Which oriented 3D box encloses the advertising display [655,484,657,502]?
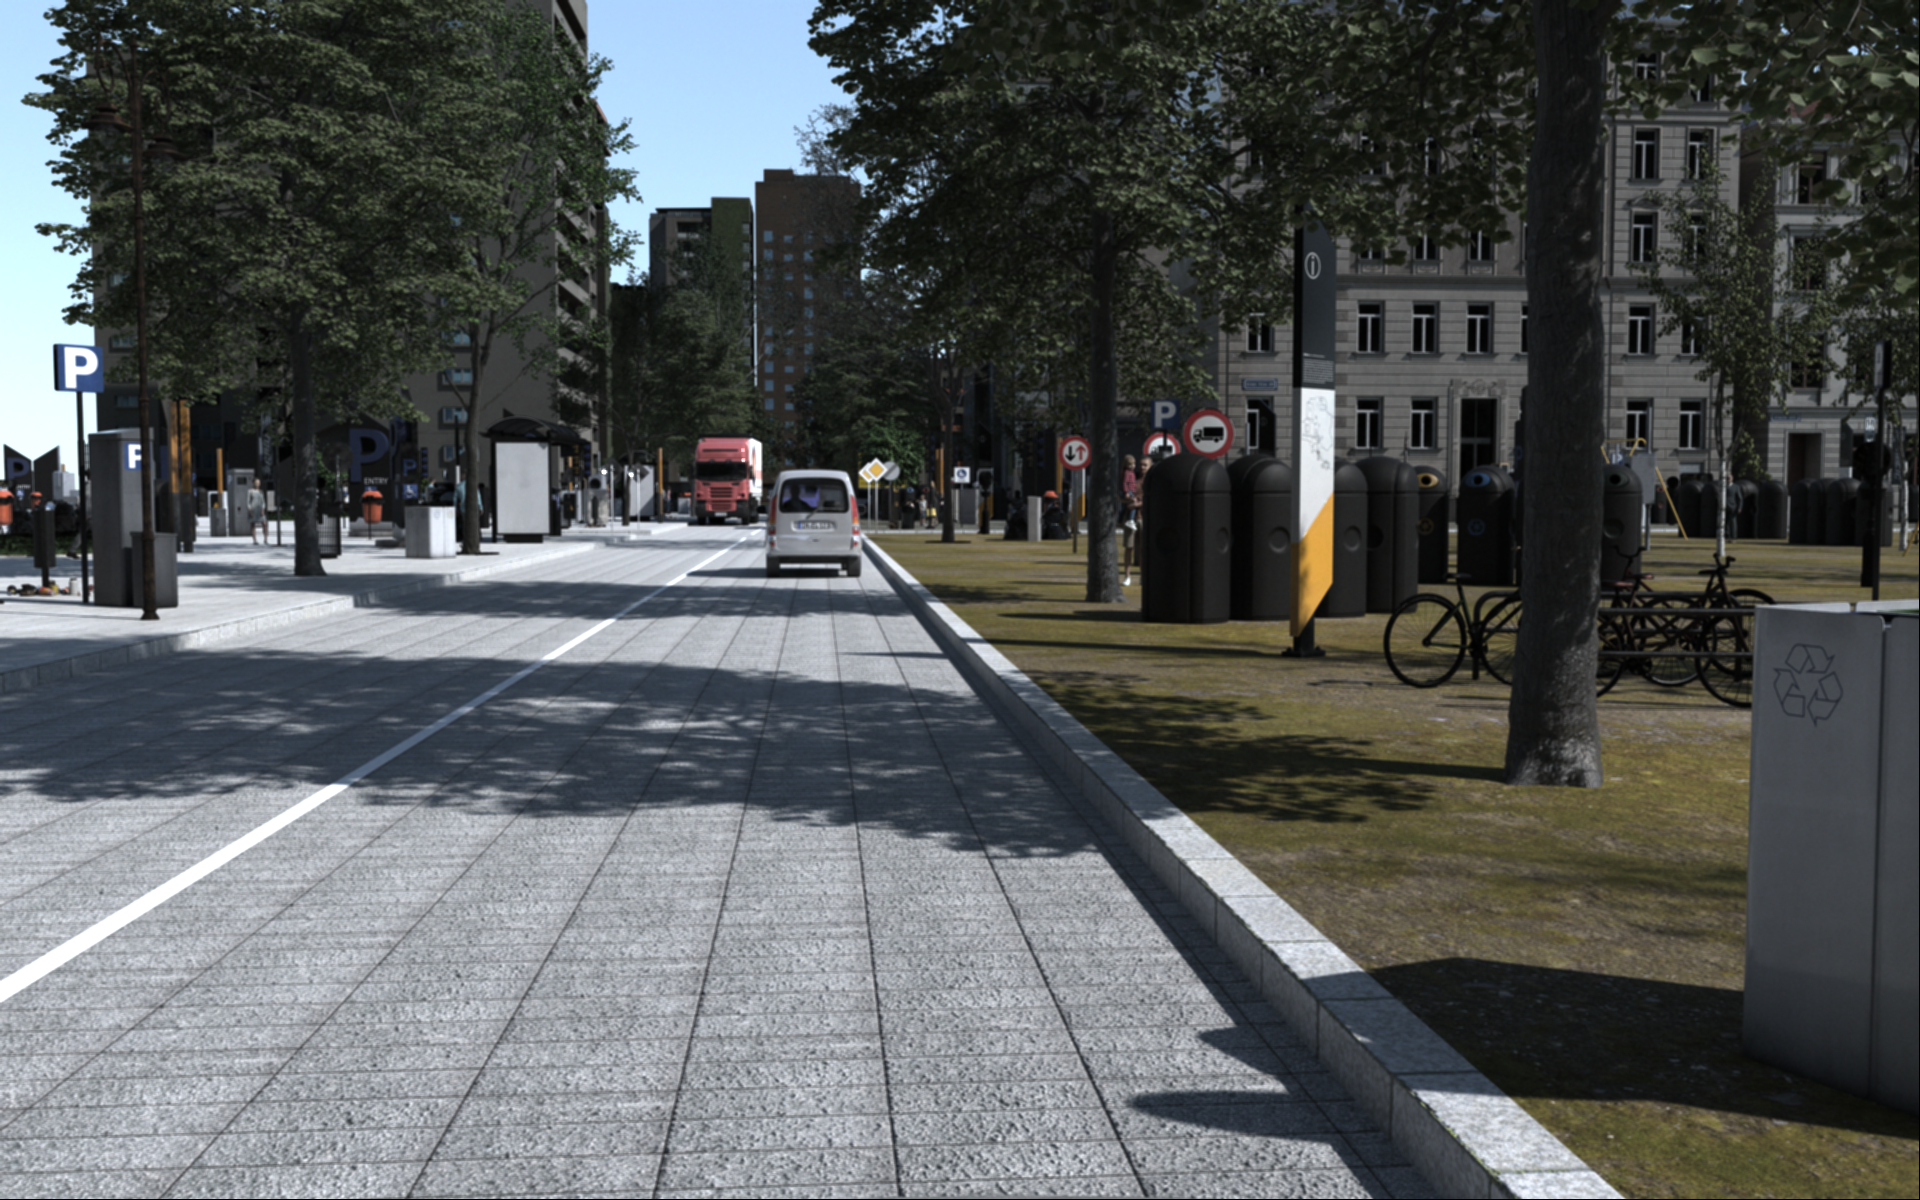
[{"bbox_3d":[-19.715,-6.419,110.156,0.974,1.923,0.123,1,4,16],"label":"advertising display"}]

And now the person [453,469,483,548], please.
[{"bbox_3d":[-11.066,-2.008,38.734,0.638,1.841,0.748,1,4,19],"label":"person"}]

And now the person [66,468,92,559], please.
[{"bbox_3d":[-17.221,-1.708,34.236,0.850,1.792,0.678,-3,4,-36],"label":"person"}]

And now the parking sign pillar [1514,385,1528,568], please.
[{"bbox_3d":[10.307,-2.540,30.002,1.447,3.967,1.447,0,4,-5],"label":"parking sign pillar"}]

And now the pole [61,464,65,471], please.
[{"bbox_3d":[-60.767,-7.560,117.442,0.158,3.312,0.155,0,3,0],"label":"pole"}]

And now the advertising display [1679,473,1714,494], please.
[{"bbox_3d":[22.730,-2.953,53.493,0.974,1.923,0.123,3,5,41],"label":"advertising display"}]

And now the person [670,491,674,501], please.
[{"bbox_3d":[-33.009,-11.696,198.068,0.445,1.727,0.742,0,4,6],"label":"person"}]

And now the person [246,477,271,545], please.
[{"bbox_3d":[-17.822,-2.252,43.874,0.522,1.701,0.512,3,4,39],"label":"person"}]

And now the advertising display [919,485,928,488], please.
[{"bbox_3d":[-2.392,-6.826,116.818,0.123,1.923,0.974,-3,5,-43],"label":"advertising display"}]

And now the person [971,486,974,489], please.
[{"bbox_3d":[0.775,-6.542,113.096,0.391,1.810,0.635,0,4,-4],"label":"person"}]

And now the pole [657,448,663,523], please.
[{"bbox_3d":[-13.246,-5.052,76.442,0.158,3.312,0.155,0,3,0],"label":"pole"}]

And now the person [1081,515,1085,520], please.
[{"bbox_3d":[5.763,-4.891,85.849,0.795,1.843,0.661,-2,4,-25],"label":"person"}]

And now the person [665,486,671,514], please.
[{"bbox_3d":[-18.927,-6.500,112.326,0.388,1.821,0.555,-1,4,-8],"label":"person"}]

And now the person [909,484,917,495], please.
[{"bbox_3d":[-2.684,-5.608,97.542,0.655,1.846,0.447,3,4,36],"label":"person"}]

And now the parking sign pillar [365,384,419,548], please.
[{"bbox_3d":[-13.446,-3.270,41.934,1.447,3.967,1.447,-2,4,-28],"label":"parking sign pillar"}]

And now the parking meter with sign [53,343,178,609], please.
[{"bbox_3d":[-9.625,-1.443,19.857,1.738,3.016,0.543,2,4,35],"label":"parking meter with sign"}]

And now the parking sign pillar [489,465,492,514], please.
[{"bbox_3d":[-30.566,-7.701,114.390,1.447,3.967,1.447,3,5,44],"label":"parking sign pillar"}]

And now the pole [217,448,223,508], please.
[{"bbox_3d":[-33.059,-5.109,77.379,0.158,3.312,0.155,0,3,0],"label":"pole"}]

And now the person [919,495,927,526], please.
[{"bbox_3d":[-1.476,-3.602,69.618,0.332,1.250,0.352,0,4,3],"label":"person"}]

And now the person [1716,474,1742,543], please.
[{"bbox_3d":[20.138,-2.397,45.414,0.661,1.801,0.590,3,5,43],"label":"person"}]

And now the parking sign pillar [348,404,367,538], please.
[{"bbox_3d":[-17.526,-3.863,51.633,1.447,3.967,1.447,0,4,-4],"label":"parking sign pillar"}]

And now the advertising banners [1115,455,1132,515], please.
[{"bbox_3d":[7.072,-5.070,79.088,0.090,3.025,2.074,-3,5,-40],"label":"advertising banners"}]

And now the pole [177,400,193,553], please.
[{"bbox_3d":[-16.800,-2.677,37.613,0.158,3.312,0.155,0,3,0],"label":"pole"}]

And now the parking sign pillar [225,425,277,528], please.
[{"bbox_3d":[-27.177,-4.742,65.996,1.447,3.967,1.447,1,4,15],"label":"parking sign pillar"}]

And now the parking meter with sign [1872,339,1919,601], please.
[{"bbox_3d":[11.278,-1.422,19.511,1.738,3.016,0.543,1,4,18],"label":"parking meter with sign"}]

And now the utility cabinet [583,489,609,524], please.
[{"bbox_3d":[-15.593,-4.008,74.210,0.318,1.500,1.173,2,4,34],"label":"utility cabinet"}]

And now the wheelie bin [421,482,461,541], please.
[{"bbox_3d":[-13.890,-2.372,46.683,0.980,1.594,0.693,1,4,21],"label":"wheelie bin"}]

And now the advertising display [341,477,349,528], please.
[{"bbox_3d":[-22.624,-3.643,64.781,0.974,1.923,0.123,-3,5,-41],"label":"advertising display"}]

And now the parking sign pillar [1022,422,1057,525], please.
[{"bbox_3d":[3.038,-4.716,65.577,1.447,3.967,1.447,1,4,19],"label":"parking sign pillar"}]

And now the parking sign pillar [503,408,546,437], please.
[{"bbox_3d":[-13.601,-4.013,54.091,1.447,3.967,1.447,0,4,-2],"label":"parking sign pillar"}]

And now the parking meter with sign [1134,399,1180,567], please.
[{"bbox_3d":[3.527,-2.141,31.262,0.543,3.016,1.738,1,4,19],"label":"parking meter with sign"}]

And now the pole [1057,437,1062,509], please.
[{"bbox_3d":[3.575,-4.190,62.347,0.158,3.312,0.155,0,3,0],"label":"pole"}]

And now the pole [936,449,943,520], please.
[{"bbox_3d":[-0.867,-5.127,77.665,0.158,3.312,0.155,0,3,0],"label":"pole"}]

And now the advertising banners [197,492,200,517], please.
[{"bbox_3d":[-43.397,-6.164,96.962,2.074,3.025,0.090,1,4,21],"label":"advertising banners"}]

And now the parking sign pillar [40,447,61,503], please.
[{"bbox_3d":[-50.160,-6.524,95.141,1.447,3.967,1.447,-2,4,-32],"label":"parking sign pillar"}]

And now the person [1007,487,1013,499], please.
[{"bbox_3d":[3.545,-7.311,125.580,0.555,1.821,0.388,2,4,32],"label":"person"}]

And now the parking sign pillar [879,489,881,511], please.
[{"bbox_3d":[-5.466,-8.623,129.465,1.447,3.967,1.447,3,5,41],"label":"parking sign pillar"}]

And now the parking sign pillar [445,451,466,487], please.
[{"bbox_3d":[-30.189,-7.065,103.992,1.447,3.967,1.447,-3,5,-42],"label":"parking sign pillar"}]

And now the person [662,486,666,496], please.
[{"bbox_3d":[-18.398,-6.169,107.002,0.391,1.810,0.635,0,4,-7],"label":"person"}]

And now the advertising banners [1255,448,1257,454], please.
[{"bbox_3d":[11.191,-4.213,65.067,0.090,3.025,2.074,0,4,3],"label":"advertising banners"}]

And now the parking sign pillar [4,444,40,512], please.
[{"bbox_3d":[-50.392,-6.378,92.744,1.447,3.967,1.447,-3,4,-38],"label":"parking sign pillar"}]

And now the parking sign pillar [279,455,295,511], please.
[{"bbox_3d":[-44.708,-7.717,114.643,1.447,3.967,1.447,-2,4,-28],"label":"parking sign pillar"}]

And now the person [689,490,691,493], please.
[{"bbox_3d":[-27.539,-10.360,176.145,1.217,1.735,0.721,2,4,32],"label":"person"}]

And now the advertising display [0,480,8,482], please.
[{"bbox_3d":[-43.314,-4.450,77.974,0.123,1.923,0.974,2,4,27],"label":"advertising display"}]

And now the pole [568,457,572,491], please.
[{"bbox_3d":[-21.174,-6.134,94.139,0.158,3.312,0.155,0,3,0],"label":"pole"}]

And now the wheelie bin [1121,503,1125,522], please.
[{"bbox_3d":[8.752,-4.939,88.657,0.980,1.594,0.693,-2,4,-23],"label":"wheelie bin"}]

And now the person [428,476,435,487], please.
[{"bbox_3d":[-16.617,-2.960,54.305,0.748,1.841,0.638,0,4,-3],"label":"person"}]

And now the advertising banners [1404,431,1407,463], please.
[{"bbox_3d":[12.289,-3.150,47.690,0.090,3.025,2.074,1,4,13],"label":"advertising banners"}]

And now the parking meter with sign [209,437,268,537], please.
[{"bbox_3d":[-21.715,-3.423,52.232,0.543,3.016,1.738,3,5,39],"label":"parking meter with sign"}]

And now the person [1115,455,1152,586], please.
[{"bbox_3d":[2.450,-1.117,24.285,0.580,1.828,0.573,-3,5,-41],"label":"person"}]

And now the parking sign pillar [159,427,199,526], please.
[{"bbox_3d":[-31.390,-4.956,69.509,1.447,3.967,1.447,0,4,1],"label":"parking sign pillar"}]

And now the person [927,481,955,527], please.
[{"bbox_3d":[-0.792,-3.780,68.055,1.509,1.804,0.699,-3,5,-43],"label":"person"}]

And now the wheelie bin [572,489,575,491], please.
[{"bbox_3d":[-25.447,-6.482,113.889,0.693,1.594,0.980,0,4,-3],"label":"wheelie bin"}]

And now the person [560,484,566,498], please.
[{"bbox_3d":[-22.850,-5.731,99.647,0.656,1.842,0.836,3,4,38],"label":"person"}]

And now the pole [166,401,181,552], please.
[{"bbox_3d":[-17.291,-2.706,38.083,0.158,3.312,0.155,0,3,0],"label":"pole"}]

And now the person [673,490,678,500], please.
[{"bbox_3d":[-34.006,-12.249,206.840,1.217,1.766,0.721,-1,4,-19],"label":"person"}]

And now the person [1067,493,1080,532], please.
[{"bbox_3d":[3.838,-3.004,57.840,0.478,1.798,0.641,-1,4,-14],"label":"person"}]

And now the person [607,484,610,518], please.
[{"bbox_3d":[-19.127,-5.342,93.363,0.580,1.828,0.573,1,4,16],"label":"person"}]
